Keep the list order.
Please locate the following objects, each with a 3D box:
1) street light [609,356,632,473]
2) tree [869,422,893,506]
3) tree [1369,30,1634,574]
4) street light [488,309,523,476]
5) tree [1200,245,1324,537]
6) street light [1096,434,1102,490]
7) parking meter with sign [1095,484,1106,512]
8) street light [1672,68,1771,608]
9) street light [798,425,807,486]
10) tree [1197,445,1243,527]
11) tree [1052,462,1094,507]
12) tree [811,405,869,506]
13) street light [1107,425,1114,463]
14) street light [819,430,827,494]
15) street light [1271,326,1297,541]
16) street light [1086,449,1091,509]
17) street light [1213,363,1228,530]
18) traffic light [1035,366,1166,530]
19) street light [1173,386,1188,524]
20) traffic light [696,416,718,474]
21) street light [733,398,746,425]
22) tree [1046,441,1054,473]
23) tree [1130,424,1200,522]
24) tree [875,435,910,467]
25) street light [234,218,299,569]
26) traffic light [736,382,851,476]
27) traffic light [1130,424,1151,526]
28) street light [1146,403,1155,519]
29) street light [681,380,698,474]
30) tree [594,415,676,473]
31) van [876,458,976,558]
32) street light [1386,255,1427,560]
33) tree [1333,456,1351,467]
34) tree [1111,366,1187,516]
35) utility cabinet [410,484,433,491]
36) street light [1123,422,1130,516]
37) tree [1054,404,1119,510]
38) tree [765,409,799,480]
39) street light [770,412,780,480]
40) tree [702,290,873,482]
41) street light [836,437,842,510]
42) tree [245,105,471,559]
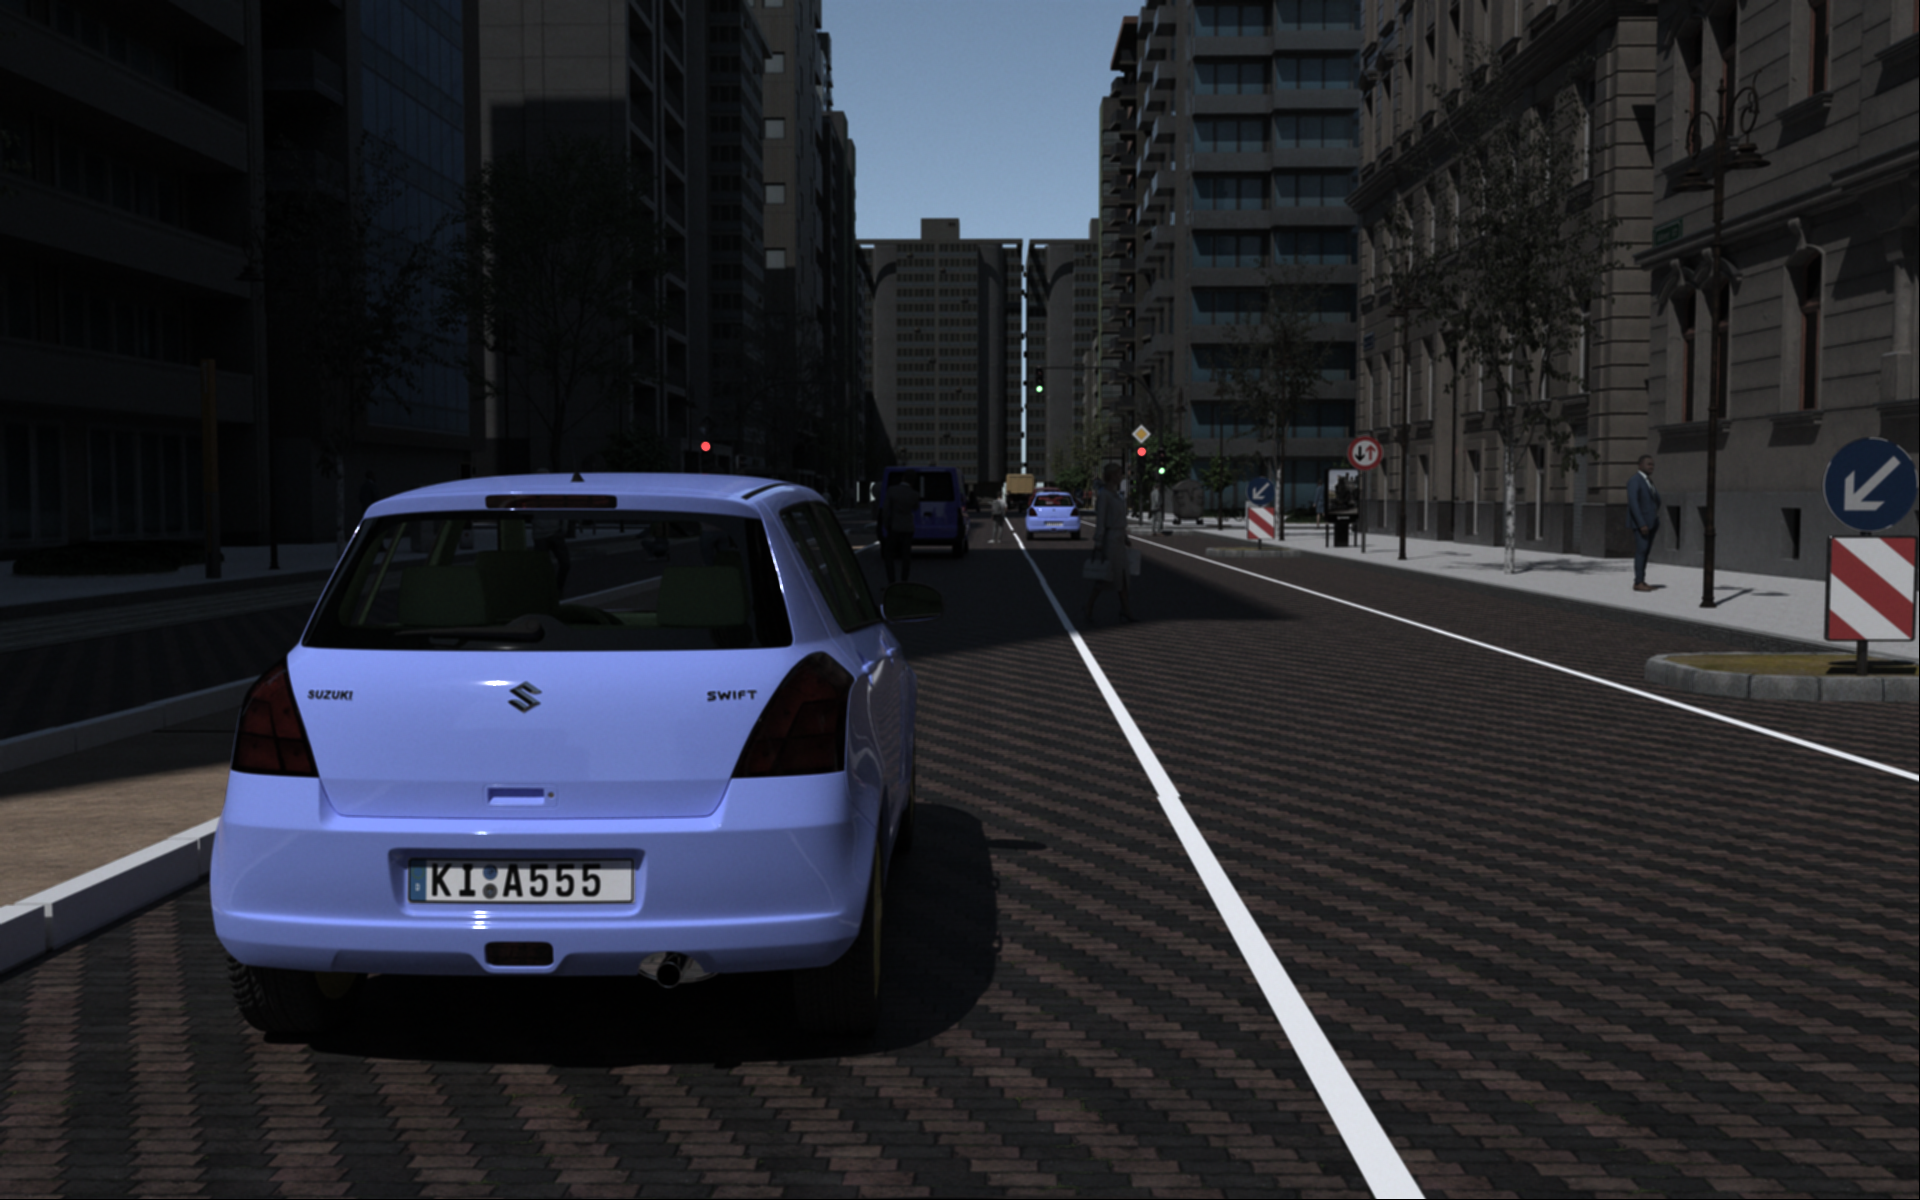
[{"bbox_3d":[-11.257,-5.181,57.502,0.468,5.910,1.993,0,4,1],"label":"street light"},{"bbox_3d":[-9.197,-13.978,178.898,4.737,8.622,4.395,0,3,0],"label":"tree"},{"bbox_3d":[8.689,-4.713,27.413,4.360,8.622,3.978,0,3,0],"label":"tree"},{"bbox_3d":[-11.378,-4.325,43.497,0.468,5.910,1.993,0,4,1],"label":"street light"},{"bbox_3d":[9.457,-6.207,51.842,4.360,8.622,3.978,0,3,0],"label":"tree"},{"bbox_3d":[10.433,-9.635,130.325,0.468,5.910,1.993,0,4,1],"label":"street light"},{"bbox_3d":[10.506,-7.973,126.617,0.543,3.016,1.738,-2,4,-31],"label":"parking meter with sign"},{"bbox_3d":[8.468,-2.853,19.429,0.468,5.910,1.993,0,4,1],"label":"street light"},{"bbox_3d":[-10.183,-8.492,111.626,0.468,5.910,1.993,0,4,1],"label":"street light"},{"bbox_3d":[10.184,-4.547,68.945,1.663,3.219,1.824,0,3,0],"label":"tree"},{"bbox_3d":[12.177,-11.825,177.050,4.285,4.588,4.351,0,3,0],"label":"tree"},{"bbox_3d":[-10.434,-11.862,144.310,4.737,8.622,4.395,0,3,0],"label":"tree"},{"bbox_3d":[10.104,-8.774,116.248,0.468,5.910,1.993,0,4,1],"label":"street light"},{"bbox_3d":[-9.971,-9.356,125.757,0.468,5.910,1.993,0,4,1],"label":"street light"},{"bbox_3d":[8.897,-4.582,47.697,0.468,5.910,1.993,0,4,1],"label":"street light"},{"bbox_3d":[10.650,-10.489,144.281,0.468,5.910,1.993,0,4,1],"label":"street light"},{"bbox_3d":[9.258,-5.417,61.358,0.468,5.910,1.993,0,4,1],"label":"street light"},{"bbox_3d":[5.032,-5.320,61.657,4.771,5.953,1.251,0,4,1],"label":"traffic light"},{"bbox_3d":[9.443,-6.211,74.330,0.468,5.910,1.993,0,4,1],"label":"street light"},{"bbox_3d":[-9.034,-4.472,62.038,0.839,4.253,0.868,0,4,1],"label":"traffic light"},{"bbox_3d":[-10.667,-6.800,83.965,0.468,5.910,1.993,0,4,1],"label":"street light"},{"bbox_3d":[12.873,-16.591,221.624,4.737,8.622,4.395,0,3,0],"label":"tree"},{"bbox_3d":[9.629,-5.973,81.373,4.285,4.588,4.351,0,3,0],"label":"tree"},{"bbox_3d":[-8.303,-16.119,213.906,4.360,8.622,3.978,0,3,0],"label":"tree"},{"bbox_3d":[-11.694,-3.460,29.363,0.468,5.910,1.993,0,4,1],"label":"street light"},{"bbox_3d":[-6.795,-5.832,70.019,4.771,5.953,1.251,0,4,1],"label":"traffic light"},{"bbox_3d":[7.270,-4.943,69.744,0.839,4.253,0.868,0,4,1],"label":"traffic light"},{"bbox_3d":[9.678,-7.062,88.256,0.468,5.910,1.993,0,4,1],"label":"street light"},{"bbox_3d":[-10.948,-5.964,70.303,0.468,5.910,1.993,0,4,1],"label":"street light"},{"bbox_3d":[-13.580,-5.421,72.354,4.285,4.588,4.351,0,3,0],"label":"tree"},{"bbox_3d":[-0.783,-2.207,40.464,2.240,2.365,5.245,0,4,2],"label":"van"},{"bbox_3d":[8.657,-3.726,33.712,0.468,5.910,1.993,0,4,1],"label":"street light"},{"bbox_3d":[19.540,-5.699,87.775,1.663,3.219,1.824,0,3,0],"label":"tree"},{"bbox_3d":[10.828,-9.096,99.081,4.360,8.622,3.978,0,3,0],"label":"tree"},{"bbox_3d":[-11.898,-1.809,38.255,0.318,1.500,1.173,-2,4,-28],"label":"utility cabinet"},{"bbox_3d":[9.930,-7.939,102.584,0.468,5.910,1.993,0,4,1],"label":"street light"},{"bbox_3d":[10.604,-11.596,139.956,4.737,8.622,4.395,0,3,0],"label":"tree"},{"bbox_3d":[-15.692,-11.801,143.302,4.360,8.622,3.978,0,3,0],"label":"tree"},{"bbox_3d":[-10.418,-7.635,97.627,0.468,5.910,1.993,0,4,1],"label":"street light"},{"bbox_3d":[-10.425,-11.850,104.124,12.009,13.543,11.850,0,3,0],"label":"tree"},{"bbox_3d":[-9.703,-10.192,139.419,0.468,5.910,1.993,0,4,1],"label":"street light"},{"bbox_3d":[-12.014,-5.113,33.968,4.360,8.622,3.978,0,3,0],"label":"tree"}]
